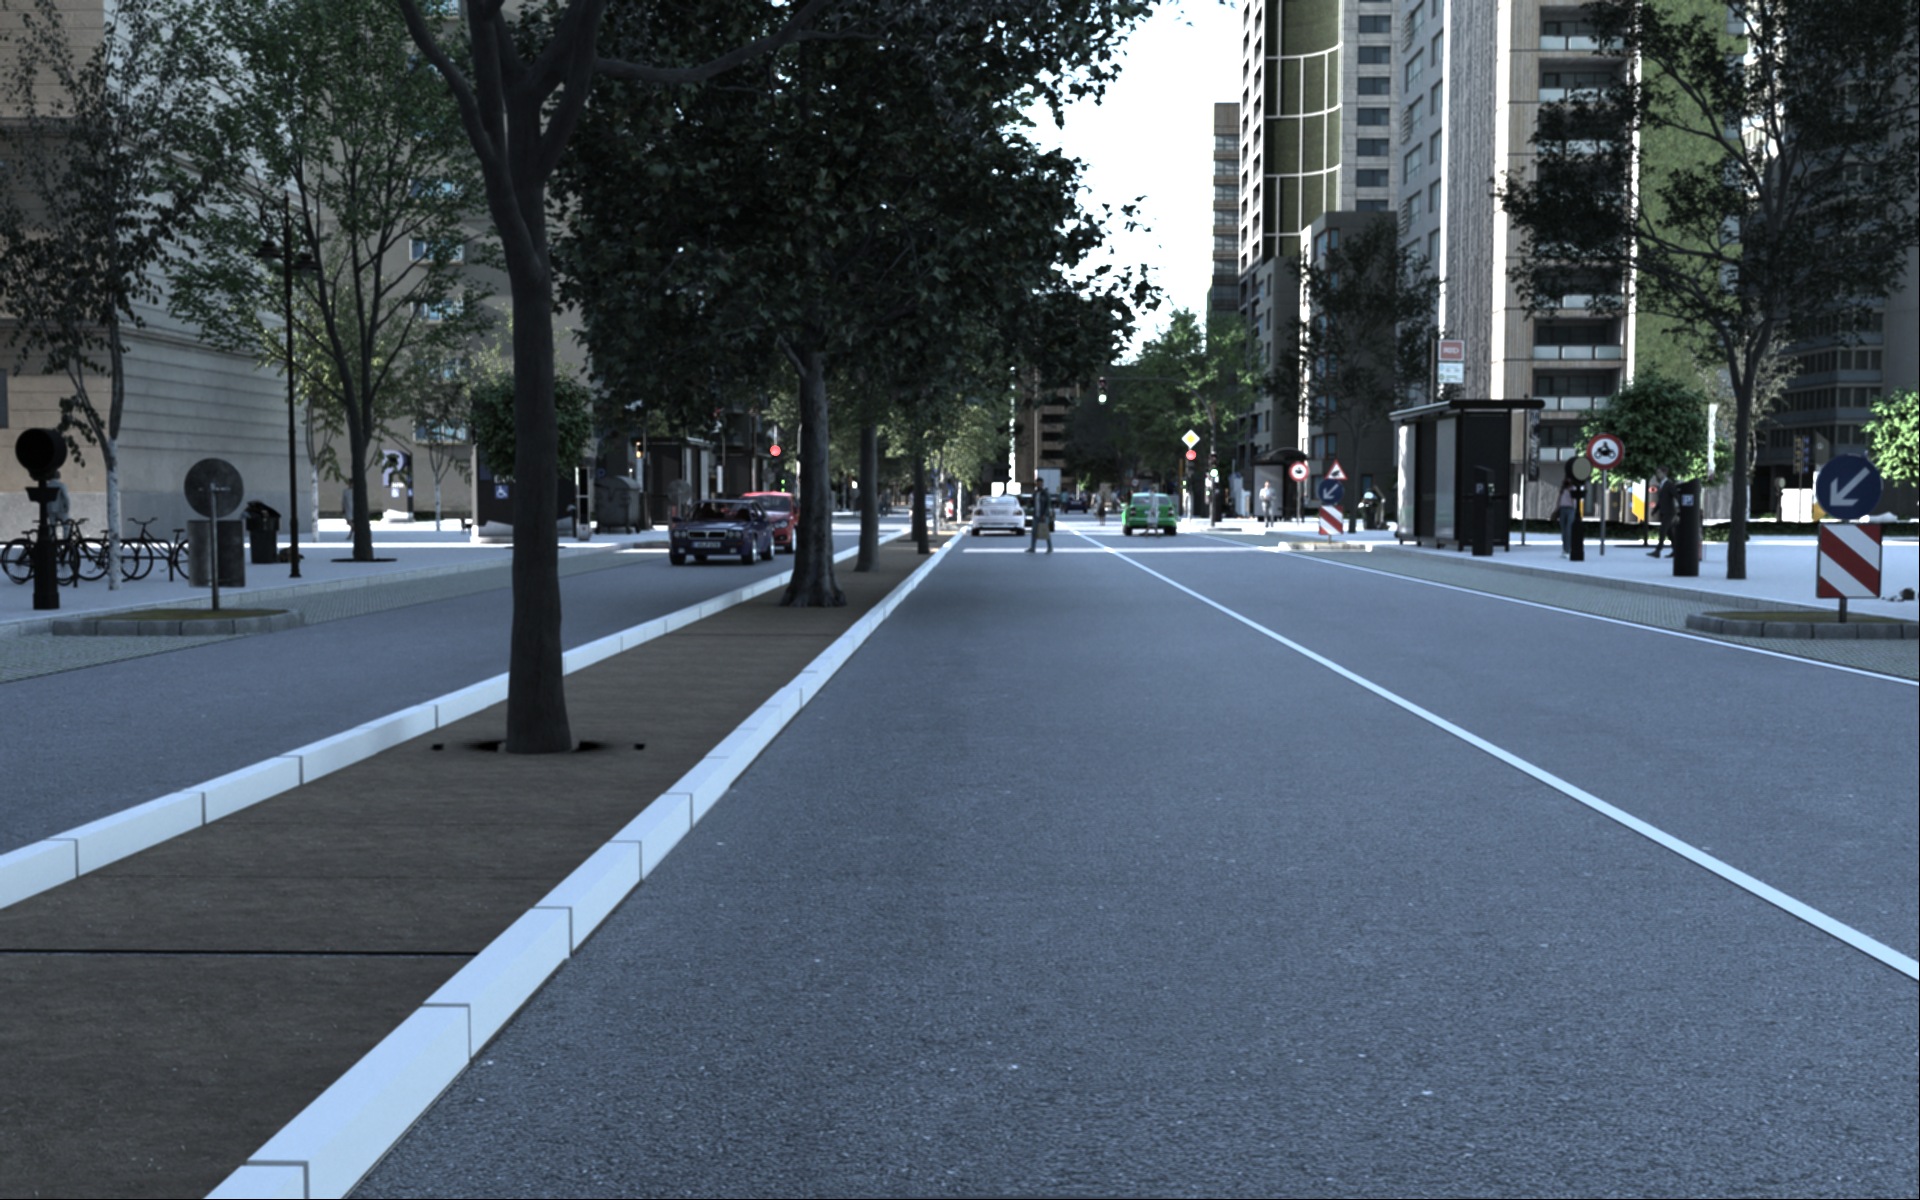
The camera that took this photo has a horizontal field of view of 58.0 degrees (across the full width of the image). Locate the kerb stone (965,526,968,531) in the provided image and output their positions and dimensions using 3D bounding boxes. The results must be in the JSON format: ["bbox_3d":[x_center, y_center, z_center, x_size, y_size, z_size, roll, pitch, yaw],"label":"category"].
[{"bbox_3d":[0.132,-2.510,63.240,0.120,0.150,1.000,0,4,1],"label":"kerb stone"}]

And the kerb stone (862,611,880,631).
[{"bbox_3d":[-0.958,0.251,18.168,0.120,0.150,1.000,0,4,1],"label":"kerb stone"}]

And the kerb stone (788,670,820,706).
[{"bbox_3d":[-1.099,0.629,12.019,0.120,0.150,1.000,0,4,1],"label":"kerb stone"}]

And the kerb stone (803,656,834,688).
[{"bbox_3d":[-1.077,0.560,13.041,0.120,0.150,1.000,0,4,1],"label":"kerb stone"}]

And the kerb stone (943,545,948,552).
[{"bbox_3d":[-0.415,-1.133,40.724,0.120,0.150,1.000,0,4,1],"label":"kerb stone"}]

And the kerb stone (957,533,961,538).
[{"bbox_3d":[-0.111,-1.876,53.005,0.120,0.150,1.000,0,4,1],"label":"kerb stone"}]

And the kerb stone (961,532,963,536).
[{"bbox_3d":[-0.061,-2.010,55.060,0.120,0.150,1.000,0,4,1],"label":"kerb stone"}]

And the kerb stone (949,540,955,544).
[{"bbox_3d":[-0.281,-1.444,45.834,0.120,0.150,1.000,0,4,1],"label":"kerb stone"}]

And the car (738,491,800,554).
[{"bbox_3d":[-4.806,-2.081,43.062,2.155,1.783,4.494,0,4,3],"label":"car"}]

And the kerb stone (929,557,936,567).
[{"bbox_3d":[-0.585,-0.688,33.554,0.120,0.150,1.000,0,4,1],"label":"kerb stone"}]

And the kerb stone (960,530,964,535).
[{"bbox_3d":[-0.016,-2.135,57.104,0.120,0.150,1.000,0,4,1],"label":"kerb stone"}]

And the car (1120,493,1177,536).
[{"bbox_3d":[6.674,-3.209,61.261,1.959,1.807,4.718,0,4,3],"label":"car"}]

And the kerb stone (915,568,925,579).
[{"bbox_3d":[-0.704,-0.380,28.414,0.120,0.150,1.000,0,4,1],"label":"kerb stone"}]

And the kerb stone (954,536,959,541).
[{"bbox_3d":[-0.187,-1.696,49.930,0.120,0.150,1.000,0,4,1],"label":"kerb stone"}]

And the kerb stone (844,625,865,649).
[{"bbox_3d":[-1.004,0.374,16.120,0.120,0.150,1.000,0,4,1],"label":"kerb stone"}]

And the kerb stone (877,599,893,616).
[{"bbox_3d":[-0.902,0.121,20.225,0.120,0.150,1.000,0,4,1],"label":"kerb stone"}]

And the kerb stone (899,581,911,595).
[{"bbox_3d":[-0.809,-0.130,24.316,0.120,0.150,1.000,0,4,1],"label":"kerb stone"}]

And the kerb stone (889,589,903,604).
[{"bbox_3d":[-0.859,-0.003,22.273,0.120,0.150,1.000,0,4,1],"label":"kerb stone"}]

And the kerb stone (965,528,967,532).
[{"bbox_3d":[0.079,-2.385,61.197,0.120,0.150,1.000,0,4,1],"label":"kerb stone"}]

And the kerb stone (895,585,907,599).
[{"bbox_3d":[-0.829,-0.065,23.294,0.120,0.150,1.000,0,4,1],"label":"kerb stone"}]

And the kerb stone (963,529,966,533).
[{"bbox_3d":[0.038,-2.260,59.147,0.120,0.150,1.000,0,4,1],"label":"kerb stone"}]

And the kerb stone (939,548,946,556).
[{"bbox_3d":[-0.454,-1.008,38.674,0.120,0.150,1.000,0,4,1],"label":"kerb stone"}]

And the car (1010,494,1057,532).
[{"bbox_3d":[2.739,-3.467,66.469,2.009,1.686,4.222,0,4,1],"label":"car"}]

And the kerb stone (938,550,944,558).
[{"bbox_3d":[-0.484,-0.943,37.649,0.120,0.150,1.000,0,4,1],"label":"kerb stone"}]

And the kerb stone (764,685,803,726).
[{"bbox_3d":[-1.132,0.685,10.998,0.120,0.150,1.000,0,4,1],"label":"kerb stone"}]

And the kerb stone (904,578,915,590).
[{"bbox_3d":[-0.783,-0.192,25.340,0.120,0.150,1.000,0,4,1],"label":"kerb stone"}]

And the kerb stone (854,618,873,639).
[{"bbox_3d":[-0.986,0.312,17.144,0.120,0.150,1.000,0,4,1],"label":"kerb stone"}]

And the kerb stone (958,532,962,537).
[{"bbox_3d":[-0.086,-1.941,54.026,0.120,0.150,1.000,0,4,1],"label":"kerb stone"}]

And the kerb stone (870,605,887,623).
[{"bbox_3d":[-0.935,0.186,19.198,0.120,0.150,1.000,0,4,1],"label":"kerb stone"}]

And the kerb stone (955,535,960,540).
[{"bbox_3d":[-0.156,-1.755,50.961,0.120,0.150,1.000,0,4,1],"label":"kerb stone"}]

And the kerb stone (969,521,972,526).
[{"bbox_3d":[0.474,-3.355,77.120,0.120,0.150,1.000,0,4,1],"label":"kerb stone"}]

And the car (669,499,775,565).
[{"bbox_3d":[-4.964,-1.453,36.334,1.945,1.354,3.894,0,4,2],"label":"car"}]

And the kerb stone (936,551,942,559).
[{"bbox_3d":[-0.504,-0.883,36.625,0.120,0.150,1.000,0,4,1],"label":"kerb stone"}]

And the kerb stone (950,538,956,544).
[{"bbox_3d":[-0.261,-1.508,46.855,0.120,0.150,1.000,0,4,1],"label":"kerb stone"}]

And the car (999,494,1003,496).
[{"bbox_3d":[4.639,-10.066,176.373,2.131,1.459,4.920,0,4,3],"label":"car"}]

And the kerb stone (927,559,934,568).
[{"bbox_3d":[-0.607,-0.632,32.525,0.120,0.150,1.000,0,4,1],"label":"kerb stone"}]

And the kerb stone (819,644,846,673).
[{"bbox_3d":[-1.053,0.497,14.069,0.120,0.150,1.000,0,4,1],"label":"kerb stone"}]

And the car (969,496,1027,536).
[{"bbox_3d":[1.341,-2.972,60.960,2.083,1.381,4.827,0,4,1],"label":"car"}]

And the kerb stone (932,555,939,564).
[{"bbox_3d":[-0.551,-0.757,34.576,0.120,0.150,1.000,0,4,1],"label":"kerb stone"}]

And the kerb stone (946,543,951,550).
[{"bbox_3d":[-0.356,-1.256,42.767,0.120,0.150,1.000,0,4,1],"label":"kerb stone"}]

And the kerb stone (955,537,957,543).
[{"bbox_3d":[-0.215,-1.633,48.901,0.120,0.150,1.000,0,4,1],"label":"kerb stone"}]

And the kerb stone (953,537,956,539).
[{"bbox_3d":[-0.240,-1.571,47.880,0.120,0.150,1.000,0,4,1],"label":"kerb stone"}]

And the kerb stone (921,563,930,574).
[{"bbox_3d":[-0.652,-0.506,30.468,0.120,0.150,1.000,0,4,1],"label":"kerb stone"}]

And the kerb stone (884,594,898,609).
[{"bbox_3d":[-0.883,0.063,21.247,0.120,0.150,1.000,0,4,1],"label":"kerb stone"}]

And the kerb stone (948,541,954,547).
[{"bbox_3d":[-0.304,-1.383,44.812,0.120,0.150,1.000,0,4,1],"label":"kerb stone"}]

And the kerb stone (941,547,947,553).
[{"bbox_3d":[-0.426,-1.068,39.696,0.120,0.150,1.000,0,4,1],"label":"kerb stone"}]

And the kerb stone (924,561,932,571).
[{"bbox_3d":[-0.634,-0.566,31.499,0.120,0.150,1.000,0,4,1],"label":"kerb stone"}]

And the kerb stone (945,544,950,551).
[{"bbox_3d":[-0.389,-1.191,41.746,0.120,0.150,1.000,0,4,1],"label":"kerb stone"}]

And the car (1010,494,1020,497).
[{"bbox_3d":[3.493,-5.619,101.657,2.009,1.686,4.222,0,4,0],"label":"car"}]

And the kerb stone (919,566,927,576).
[{"bbox_3d":[-0.684,-0.443,29.439,0.120,0.150,1.000,0,4,1],"label":"kerb stone"}]

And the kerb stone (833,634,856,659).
[{"bbox_3d":[-1.032,0.438,15.098,0.120,0.150,1.000,0,4,1],"label":"kerb stone"}]

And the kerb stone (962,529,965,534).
[{"bbox_3d":[0.006,-2.198,58.126,0.120,0.150,1.000,0,4,1],"label":"kerb stone"}]

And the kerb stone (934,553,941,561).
[{"bbox_3d":[-0.529,-0.816,35.602,0.120,0.150,1.000,0,4,1],"label":"kerb stone"}]

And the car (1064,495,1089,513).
[{"bbox_3d":[8.709,-7.203,130.354,1.945,1.354,3.894,0,4,3],"label":"car"}]

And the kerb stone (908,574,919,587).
[{"bbox_3d":[-0.749,-0.255,26.366,0.120,0.150,1.000,0,4,1],"label":"kerb stone"}]

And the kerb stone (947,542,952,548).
[{"bbox_3d":[-0.339,-1.319,43.790,0.120,0.150,1.000,0,4,1],"label":"kerb stone"}]

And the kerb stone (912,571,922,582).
[{"bbox_3d":[-0.731,-0.313,27.388,0.120,0.150,1.000,0,4,1],"label":"kerb stone"}]

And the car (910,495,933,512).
[{"bbox_3d":[-2.528,-6.852,124.393,2.083,1.381,4.827,0,4,2],"label":"car"}]
